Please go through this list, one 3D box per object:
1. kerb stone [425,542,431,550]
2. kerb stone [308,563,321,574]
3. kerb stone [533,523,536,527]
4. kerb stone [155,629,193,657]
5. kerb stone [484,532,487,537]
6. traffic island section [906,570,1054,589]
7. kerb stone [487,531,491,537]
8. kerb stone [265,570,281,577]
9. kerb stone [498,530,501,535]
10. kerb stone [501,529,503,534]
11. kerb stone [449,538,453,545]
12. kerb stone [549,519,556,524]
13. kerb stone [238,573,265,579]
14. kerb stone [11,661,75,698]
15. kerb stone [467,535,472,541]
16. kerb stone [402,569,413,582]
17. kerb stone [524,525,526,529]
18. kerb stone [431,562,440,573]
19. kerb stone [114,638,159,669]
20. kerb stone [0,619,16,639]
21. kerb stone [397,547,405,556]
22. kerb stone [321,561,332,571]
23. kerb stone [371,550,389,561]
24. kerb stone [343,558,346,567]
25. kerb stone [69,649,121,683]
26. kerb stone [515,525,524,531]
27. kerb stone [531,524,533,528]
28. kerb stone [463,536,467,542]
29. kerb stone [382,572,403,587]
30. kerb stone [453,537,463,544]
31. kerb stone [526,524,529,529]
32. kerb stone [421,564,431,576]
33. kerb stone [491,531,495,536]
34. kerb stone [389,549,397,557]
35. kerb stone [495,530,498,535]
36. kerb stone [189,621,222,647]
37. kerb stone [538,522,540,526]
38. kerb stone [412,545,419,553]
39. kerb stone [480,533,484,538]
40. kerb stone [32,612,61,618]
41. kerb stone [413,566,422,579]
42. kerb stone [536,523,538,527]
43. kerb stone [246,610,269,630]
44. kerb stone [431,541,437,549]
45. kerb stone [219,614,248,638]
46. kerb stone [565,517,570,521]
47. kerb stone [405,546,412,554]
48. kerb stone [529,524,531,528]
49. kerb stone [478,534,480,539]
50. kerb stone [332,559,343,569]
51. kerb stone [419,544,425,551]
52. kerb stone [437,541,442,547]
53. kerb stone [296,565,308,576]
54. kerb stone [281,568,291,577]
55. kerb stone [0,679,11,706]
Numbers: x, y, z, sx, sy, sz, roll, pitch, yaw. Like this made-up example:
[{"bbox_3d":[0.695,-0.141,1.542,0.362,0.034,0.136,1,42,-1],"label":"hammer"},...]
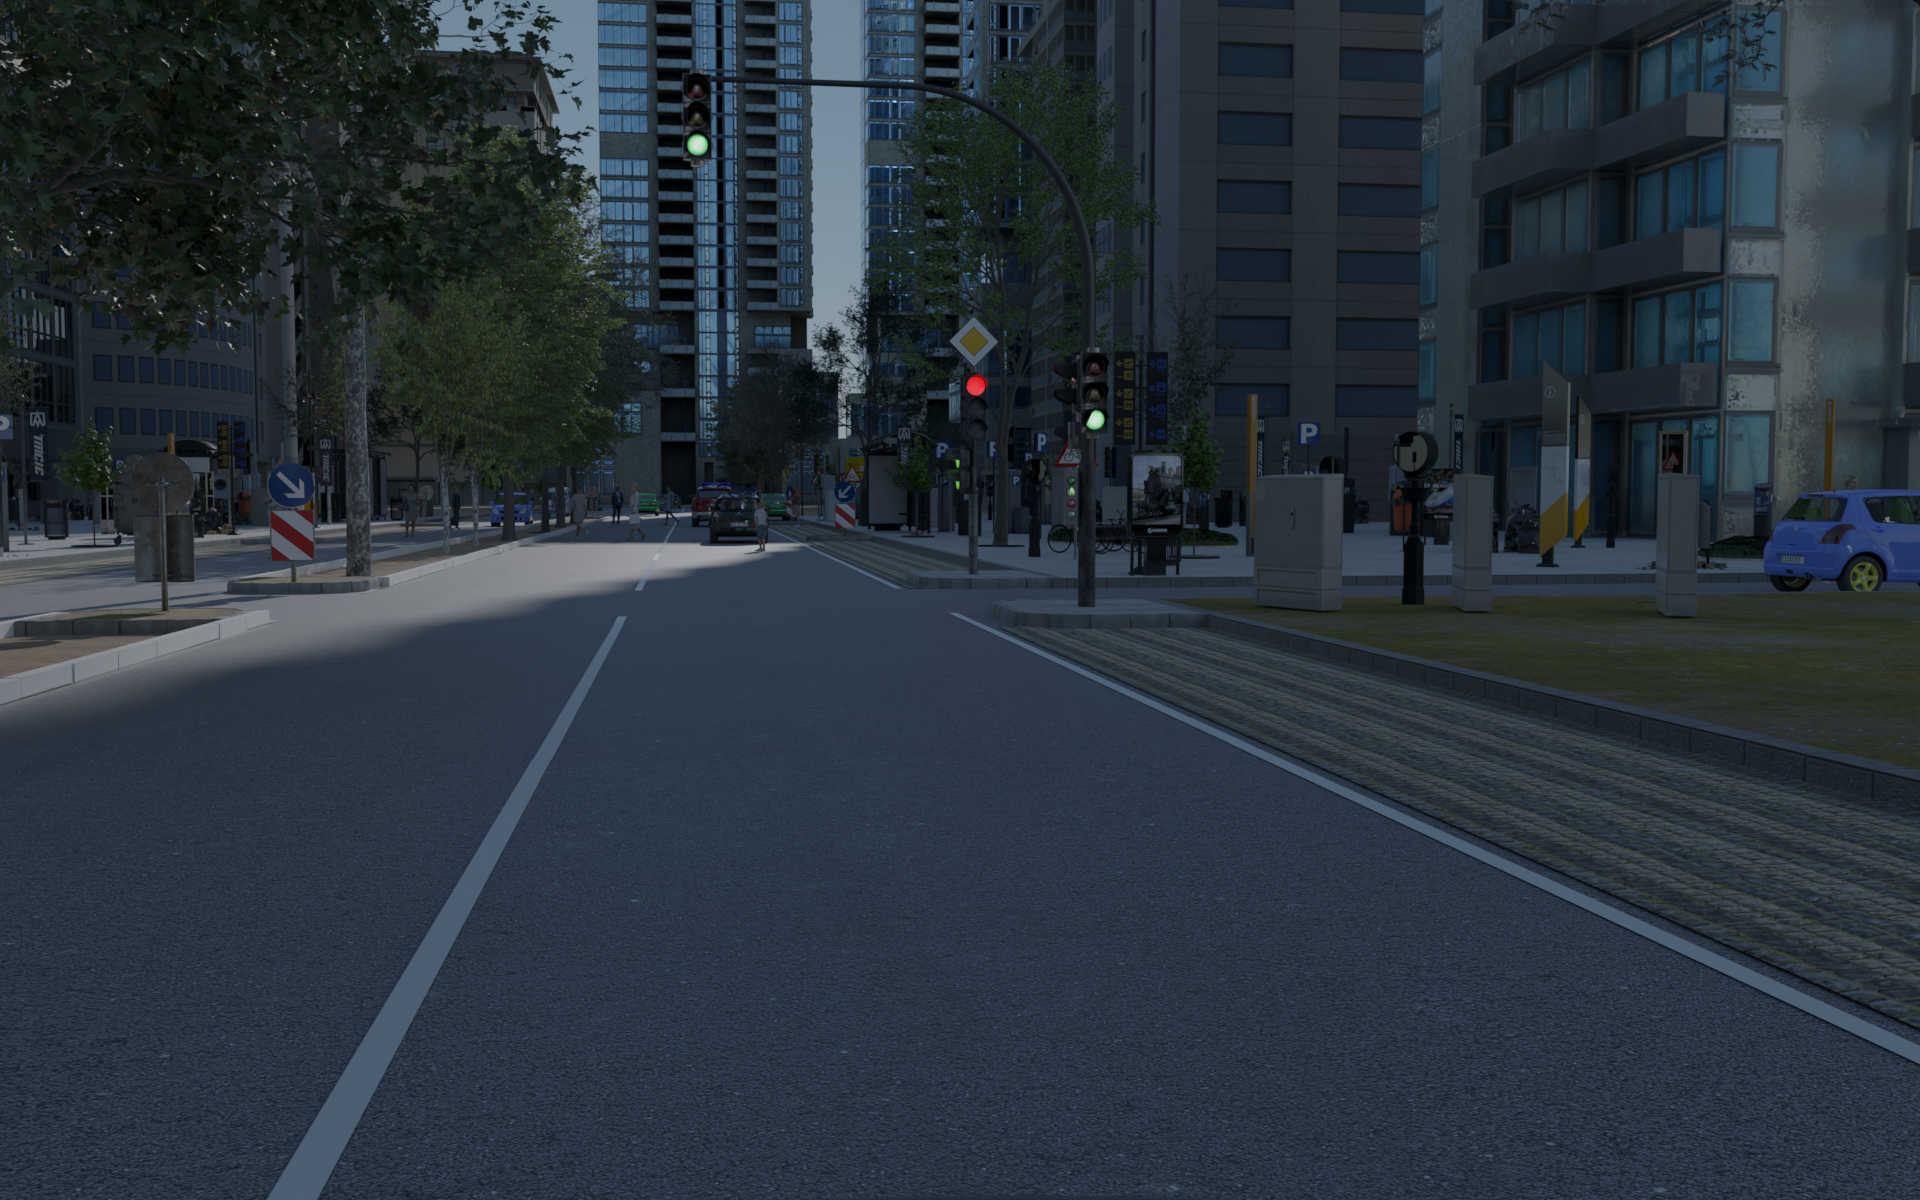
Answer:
[{"bbox_3d":[-13.702,-1.345,44.181,0.120,0.150,1.000,-1,4,-9],"label":"kerb stone"},{"bbox_3d":[-11.665,-0.539,31.014,0.120,0.150,1.000,-1,4,-9],"label":"kerb stone"},{"bbox_3d":[-18.244,-3.143,73.587,0.120,0.150,1.000,-1,4,-9],"label":"kerb stone"},{"bbox_3d":[-7.160,0.401,15.640,0.120,0.150,1.000,-1,4,-9],"label":"kerb stone"},{"bbox_3d":[-15.589,-2.085,56.356,0.120,0.150,1.000,-1,4,-9],"label":"kerb stone"},{"bbox_3d":[0.234,-0.328,27.648,2.009,0.180,2.903,-1,4,-9],"label":"traffic island section"},{"bbox_3d":[-15.740,-2.145,57.367,0.120,0.150,1.000,-1,4,-9],"label":"kerb stone"},{"bbox_3d":[-11.202,-0.354,27.982,0.120,0.150,1.000,-1,4,-9],"label":"kerb stone"},{"bbox_3d":[-16.213,-2.337,60.401,0.120,0.150,1.000,-1,4,-9],"label":"kerb stone"},{"bbox_3d":[-16.361,-2.393,61.413,0.120,0.150,1.000,-1,4,-9],"label":"kerb stone"},{"bbox_3d":[-14.323,-1.590,48.243,0.120,0.150,1.000,-1,4,-9],"label":"kerb stone"},{"bbox_3d":[-20.132,-3.882,85.751,0.120,0.150,1.000,-1,4,-9],"label":"kerb stone"},{"bbox_3d":[-11.047,-0.292,26.971,0.120,0.150,1.000,-1,4,-9],"label":"kerb stone"},{"bbox_3d":[-6.700,0.587,12.605,0.120,0.150,1.000,-1,4,-9],"label":"kerb stone"},{"bbox_3d":[-14.951,-1.841,52.299,0.120,0.150,1.000,-1,4,-9],"label":"kerb stone"},{"bbox_3d":[-9.121,-0.373,28.298,0.120,0.150,1.000,-1,4,-9],"label":"kerb stone"},{"bbox_3d":[-17.620,-2.888,69.530,0.120,0.150,1.000,-1,4,-9],"label":"kerb stone"},{"bbox_3d":[-9.600,-0.560,31.356,0.120,0.150,1.000,-1,4,-9],"label":"kerb stone"},{"bbox_3d":[-7.004,0.463,14.630,0.120,0.150,1.000,-1,4,-9],"label":"kerb stone"},{"bbox_3d":[-9.545,0.297,17.334,0.120,0.150,1.000,-1,4,-9],"label":"kerb stone"},{"bbox_3d":[-13.073,-1.097,40.129,0.120,0.150,1.000,-1,4,-9],"label":"kerb stone"},{"bbox_3d":[-11.828,-0.601,32.028,0.120,0.150,1.000,-1,4,-9],"label":"kerb stone"},{"bbox_3d":[-12.759,-0.971,38.106,0.120,0.150,1.000,-1,4,-9],"label":"kerb stone"},{"bbox_3d":[-12.133,-0.725,34.050,0.120,0.150,1.000,-1,4,-9],"label":"kerb stone"},{"bbox_3d":[-6.848,0.525,13.616,0.120,0.150,1.000,-1,4,-9],"label":"kerb stone"},{"bbox_3d":[-17.460,-2.833,68.519,0.120,0.150,1.000,-1,4,-9],"label":"kerb stone"},{"bbox_3d":[-18.087,-3.081,72.564,0.120,0.150,1.000,-1,4,-9],"label":"kerb stone"},{"bbox_3d":[-14.801,-1.779,51.280,0.120,0.150,1.000,-1,4,-9],"label":"kerb stone"},{"bbox_3d":[-8.966,-0.311,27.288,0.120,0.150,1.000,-1,4,-9],"label":"kerb stone"},{"bbox_3d":[-14.635,-1.716,50.264,0.120,0.150,1.000,-1,4,-9],"label":"kerb stone"},{"bbox_3d":[-17.772,-2.953,70.542,0.120,0.150,1.000,-1,4,-9],"label":"kerb stone"},{"bbox_3d":[-9.440,-0.498,30.334,0.120,0.150,1.000,-1,4,-9],"label":"kerb stone"},{"bbox_3d":[-15.892,-2.211,58.381,0.120,0.150,1.000,-1,4,-9],"label":"kerb stone"},{"bbox_3d":[-12.915,-1.033,39.116,0.120,0.150,1.000,-1,4,-9],"label":"kerb stone"},{"bbox_3d":[-16.051,-2.275,59.391,0.120,0.150,1.000,-1,4,-9],"label":"kerb stone"},{"bbox_3d":[-7.323,0.342,16.650,0.120,0.150,1.000,-1,4,-9],"label":"kerb stone"},{"bbox_3d":[-18.563,-3.267,75.607,0.120,0.150,1.000,-1,4,-9],"label":"kerb stone"},{"bbox_3d":[-13.380,-1.221,42.162,0.120,0.150,1.000,-1,4,-9],"label":"kerb stone"},{"bbox_3d":[-15.430,-2.028,55.346,0.120,0.150,1.000,-1,4,-9],"label":"kerb stone"},{"bbox_3d":[-9.711,0.236,18.343,0.120,0.150,1.000,-1,4,-9],"label":"kerb stone"},{"bbox_3d":[-9.285,-0.434,29.313,0.120,0.150,1.000,-1,4,-9],"label":"kerb stone"},{"bbox_3d":[-18.405,-3.205,74.597,0.120,0.150,1.000,-1,4,-9],"label":"kerb stone"},{"bbox_3d":[-7.631,0.219,18.671,0.120,0.150,1.000,-1,4,-9],"label":"kerb stone"},{"bbox_3d":[-13.859,-1.407,45.204,0.120,0.150,1.000,-1,4,-9],"label":"kerb stone"},{"bbox_3d":[-7.474,0.277,17.660,0.120,0.150,1.000,-1,4,-9],"label":"kerb stone"},{"bbox_3d":[-21.843,-4.569,96.897,0.120,0.150,1.000,-1,4,-9],"label":"kerb stone"},{"bbox_3d":[-13.229,-1.158,41.143,0.120,0.150,1.000,-1,4,-9],"label":"kerb stone"},{"bbox_3d":[-17.936,-3.018,71.553,0.120,0.150,1.000,-1,4,-9],"label":"kerb stone"},{"bbox_3d":[-15.270,-1.966,54.333,0.120,0.150,1.000,-1,4,-9],"label":"kerb stone"},{"bbox_3d":[-11.979,-0.659,33.039,0.120,0.150,1.000,-1,4,-9],"label":"kerb stone"},{"bbox_3d":[-13.545,-1.283,43.171,0.120,0.150,1.000,-1,4,-9],"label":"kerb stone"},{"bbox_3d":[-14.018,-1.469,46.214,0.120,0.150,1.000,-1,4,-9],"label":"kerb stone"},{"bbox_3d":[-11.515,-0.477,30.002,0.120,0.150,1.000,-1,4,-9],"label":"kerb stone"},{"bbox_3d":[-11.359,-0.412,28.992,0.120,0.150,1.000,-1,4,-9],"label":"kerb stone"},{"bbox_3d":[-6.540,0.653,11.596,0.120,0.150,1.000,-1,4,-9],"label":"kerb stone"}]
